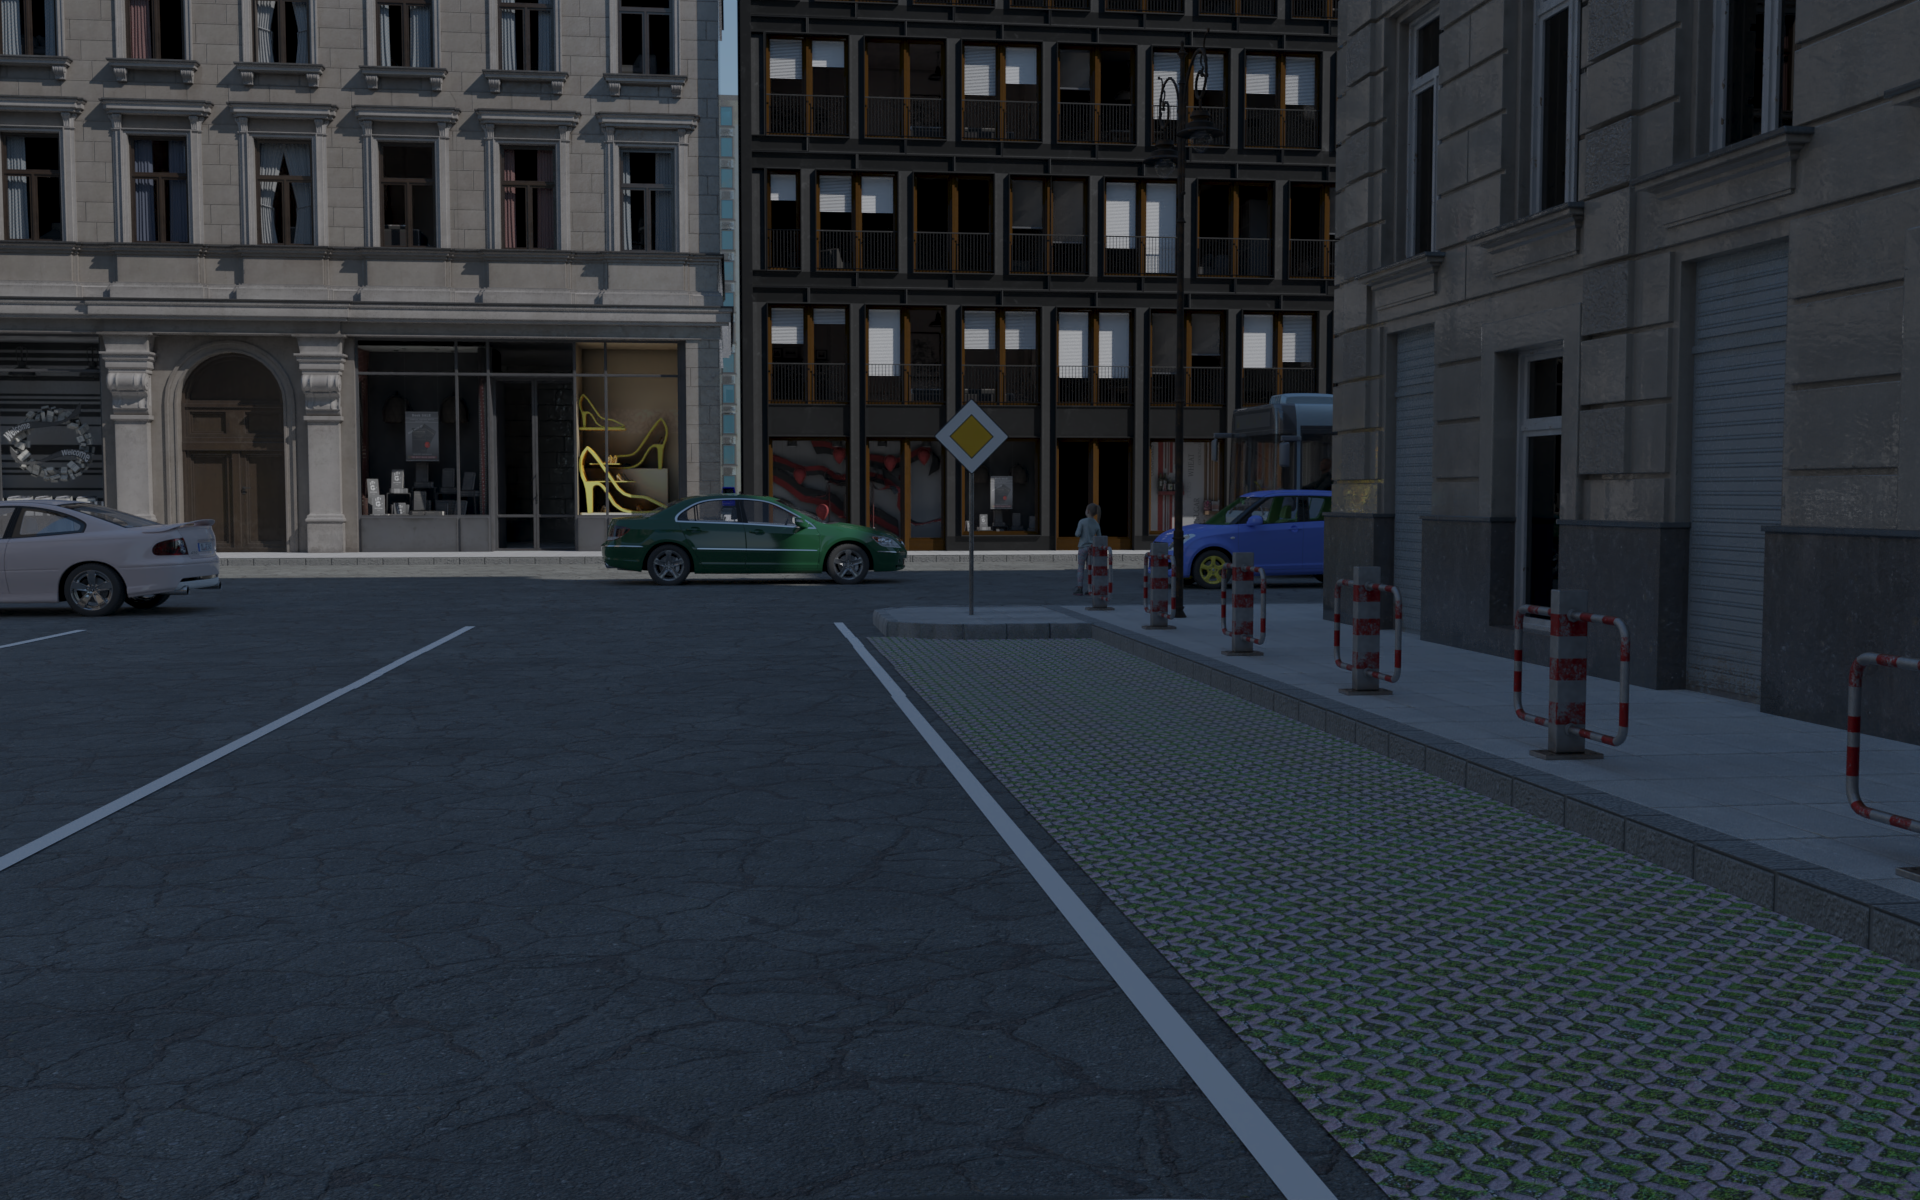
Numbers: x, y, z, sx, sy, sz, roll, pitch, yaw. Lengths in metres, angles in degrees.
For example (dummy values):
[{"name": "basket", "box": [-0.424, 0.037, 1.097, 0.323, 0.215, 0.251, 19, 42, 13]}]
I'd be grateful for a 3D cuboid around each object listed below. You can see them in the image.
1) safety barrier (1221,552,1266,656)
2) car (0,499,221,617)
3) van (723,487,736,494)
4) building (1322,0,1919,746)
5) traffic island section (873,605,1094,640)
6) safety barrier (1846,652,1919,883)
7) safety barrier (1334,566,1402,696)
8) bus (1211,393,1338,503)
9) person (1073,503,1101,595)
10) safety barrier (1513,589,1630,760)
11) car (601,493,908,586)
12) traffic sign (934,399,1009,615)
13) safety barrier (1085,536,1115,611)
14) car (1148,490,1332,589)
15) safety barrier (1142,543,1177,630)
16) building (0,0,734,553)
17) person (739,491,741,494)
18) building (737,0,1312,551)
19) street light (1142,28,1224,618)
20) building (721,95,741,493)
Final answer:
[{"name": "safety barrier", "box": [2.251, 0.030, 13.785, 0.300, 0.817, 1.120, 0, 4, -7]}, {"name": "car", "box": [-11.550, -0.526, 20.958, 4.827, 1.381, 2.083, 0, 4, -6]}, {"name": "van", "box": [-19.892, -8.688, 146.433, 2.240, 2.365, 5.245, -1, 4, -8]}, {"name": "building", "box": [10.883, -12.744, 5.632, 12.463, 27.353, 25.104, 0, 4, -7]}, {"name": "traffic island section", "box": [0.140, 0.237, 18.398, 2.009, 0.180, 2.903, 0, 4, -7]}, {"name": "safety barrier", "box": [3.310, 0.522, 5.744, 0.300, 0.817, 1.120, 0, 4, -7]}, {"name": "safety barrier", "box": [2.604, 0.194, 11.098, 0.300, 0.817, 1.120, 0, 4, -7]}, {"name": "bus", "box": [10.674, -2.231, 31.334, 13.247, 3.499, 2.948, -1, 4, -9]}, {"name": "person", "box": [1.779, -0.717, 24.506, 0.425, 1.301, 0.394, -3, 5, -44]}, {"name": "safety barrier", "box": [2.956, 0.358, 8.419, 0.300, 0.817, 1.120, 0, 4, -7]}, {"name": "car", "box": [-3.305, -0.994, 28.056, 4.920, 1.459, 2.131, 0, 4, -7]}, {"name": "traffic sign", "box": [0.118, -0.898, 18.318, 0.795, 2.450, 0.064, 0, 4, -7]}, {"name": "safety barrier", "box": [1.547, -0.297, 19.137, 0.300, 0.817, 1.120, 0, 4, -7]}, {"name": "car", "box": [4.781, -1.062, 26.961, 3.694, 1.707, 1.945, -1, 4, -8]}, {"name": "safety barrier", "box": [1.894, -0.134, 16.461, 0.300, 0.817, 1.120, 0, 4, -7]}, {"name": "building", "box": [-25.488, -11.556, 39.844, 40.483, 20.767, 10.553, 0, 4, -7]}, {"name": "person", "box": [-16.492, -7.369, 130.445, 0.593, 1.643, 0.415, 2, 4, 26]}, {"name": "building", "box": [2.274, -13.146, 44.611, 15.834, 23.373, 12.332, 0, 4, -7]}, {"name": "street light", "box": [2.266, -2.755, 17.825, 0.468, 5.910, 1.993, 0, 4, -7]}, {"name": "building", "box": [-15.794, -36.014, 208.435, 30.456, 49.044, 23.786, 0, 4, -7]}]
